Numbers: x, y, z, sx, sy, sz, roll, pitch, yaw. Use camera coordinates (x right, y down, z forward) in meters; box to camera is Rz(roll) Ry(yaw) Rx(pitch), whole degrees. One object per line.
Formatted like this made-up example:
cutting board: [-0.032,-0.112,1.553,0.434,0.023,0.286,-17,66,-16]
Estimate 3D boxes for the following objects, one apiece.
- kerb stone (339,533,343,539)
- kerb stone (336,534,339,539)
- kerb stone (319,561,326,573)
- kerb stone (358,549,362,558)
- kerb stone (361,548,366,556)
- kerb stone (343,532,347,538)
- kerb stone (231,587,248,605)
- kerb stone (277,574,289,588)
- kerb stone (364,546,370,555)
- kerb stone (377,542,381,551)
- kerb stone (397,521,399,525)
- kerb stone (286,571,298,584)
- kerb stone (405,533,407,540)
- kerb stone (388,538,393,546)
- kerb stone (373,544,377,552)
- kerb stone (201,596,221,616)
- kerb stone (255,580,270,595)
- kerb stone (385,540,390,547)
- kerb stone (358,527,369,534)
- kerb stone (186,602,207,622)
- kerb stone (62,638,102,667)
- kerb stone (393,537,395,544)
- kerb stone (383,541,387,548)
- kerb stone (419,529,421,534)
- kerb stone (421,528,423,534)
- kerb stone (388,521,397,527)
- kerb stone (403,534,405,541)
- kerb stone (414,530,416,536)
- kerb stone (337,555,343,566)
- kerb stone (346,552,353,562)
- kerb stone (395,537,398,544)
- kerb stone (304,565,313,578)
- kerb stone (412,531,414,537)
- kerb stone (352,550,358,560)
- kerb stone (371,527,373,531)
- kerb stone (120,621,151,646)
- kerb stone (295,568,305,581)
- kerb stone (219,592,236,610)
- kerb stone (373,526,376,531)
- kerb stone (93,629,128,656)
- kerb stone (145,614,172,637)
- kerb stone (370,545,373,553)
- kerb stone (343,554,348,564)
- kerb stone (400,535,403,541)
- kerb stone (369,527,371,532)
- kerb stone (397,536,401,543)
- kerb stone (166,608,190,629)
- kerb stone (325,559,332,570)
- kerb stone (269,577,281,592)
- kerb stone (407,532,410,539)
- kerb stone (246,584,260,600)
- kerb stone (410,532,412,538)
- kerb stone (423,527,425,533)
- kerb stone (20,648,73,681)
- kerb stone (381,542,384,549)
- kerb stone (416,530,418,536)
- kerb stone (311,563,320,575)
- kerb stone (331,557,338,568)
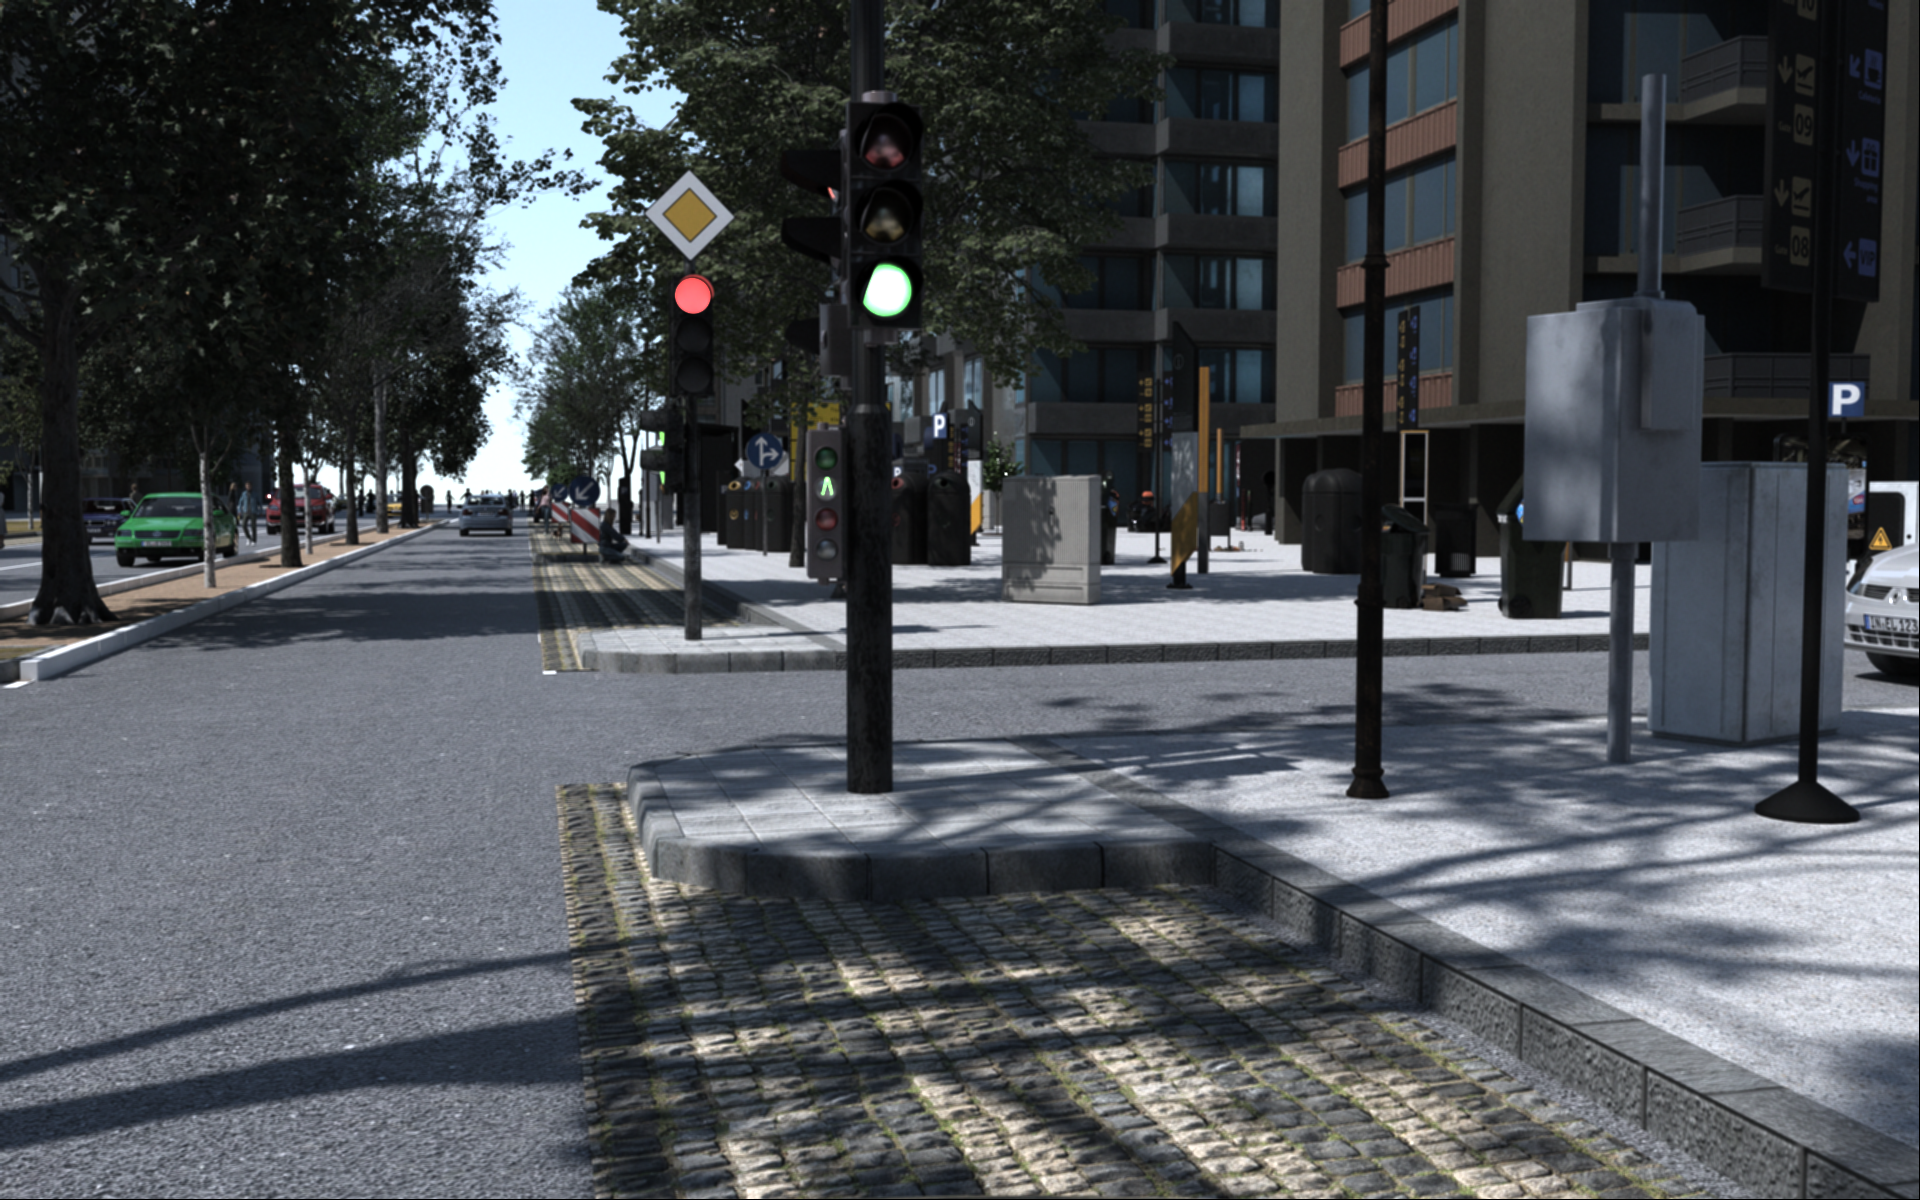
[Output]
kerb stone: [-19.783,-2.005,54.976,0.120,0.150,1.000,-1,4,-14]
kerb stone: [-19.537,-1.944,53.978,0.120,0.150,1.000,-1,4,-14]
kerb stone: [-11.735,-0.576,31.615,0.120,0.150,1.000,-1,4,-14]
kerb stone: [-13.496,-0.999,38.576,0.120,0.150,1.000,-1,4,-14]
kerb stone: [-13.747,-1.061,39.572,0.120,0.150,1.000,-1,4,-14]
kerb stone: [-20.024,-2.067,55.985,0.120,0.150,1.000,-1,4,-14]
kerb stone: [-9.495,-0.028,22.659,0.120,0.150,1.000,-1,4,-14]
kerb stone: [-10.490,-0.270,26.650,0.120,0.150,1.000,-1,4,-14]
kerb stone: [-13.994,-1.121,40.564,0.120,0.150,1.000,-1,4,-14]
kerb stone: [-14.739,-1.306,43.553,0.120,0.150,1.000,-1,4,-14]
kerb stone: [-25.777,-3.465,78.855,0.120,0.150,1.000,-1,4,-14]
kerb stone: [-10.742,-0.333,27.645,0.120,0.150,1.000,-1,4,-14]
kerb stone: [-17.240,-1.911,53.474,0.120,0.150,1.000,-1,4,-14]
kerb stone: [-15.734,-1.549,47.518,0.120,0.150,1.000,-1,4,-14]
kerb stone: [-14.492,-1.246,42.561,0.120,0.150,1.000,-1,4,-14]
kerb stone: [-8.999,0.093,20.676,0.120,0.150,1.000,-1,4,-14]
kerb stone: [-9.995,-0.151,24.657,0.120,0.150,1.000,-1,4,-14]
kerb stone: [-15.495,-1.482,46.524,0.120,0.150,1.000,-1,4,-14]
kerb stone: [-22.029,-2.552,63.935,0.120,0.150,1.000,-1,4,-14]
kerb stone: [-8.738,0.163,19.681,0.120,0.150,1.000,-1,4,-14]
kerb stone: [-7.501,0.458,14.715,0.120,0.150,1.000,-1,4,-14]
kerb stone: [-15.992,-1.610,48.512,0.120,0.150,1.000,-1,4,-14]
kerb stone: [-15.242,-1.419,45.534,0.120,0.150,1.000,-1,4,-14]
kerb stone: [-18.982,-2.338,60.429,0.120,0.150,1.000,-1,4,-14]
kerb stone: [-19.237,-2.400,61.442,0.120,0.150,1.000,-1,4,-14]
kerb stone: [-25.533,-3.404,77.860,0.120,0.150,1.000,-1,4,-14]
kerb stone: [-16.986,-1.852,52.479,0.120,0.150,1.000,-1,4,-14]
kerb stone: [-18.233,-2.156,57.443,0.120,0.150,1.000,-1,4,-14]
kerb stone: [-12.487,-0.758,34.595,0.120,0.150,1.000,-1,4,-14]
kerb stone: [-12.986,-0.880,36.585,0.120,0.150,1.000,-1,4,-14]
kerb stone: [-16.235,-1.670,49.505,0.120,0.150,1.000,-1,4,-14]
kerb stone: [-11.239,-0.451,29.629,0.120,0.150,1.000,-1,4,-14]
kerb stone: [-17.985,-2.094,56.451,0.120,0.150,1.000,-1,4,-14]
kerb stone: [-13.238,-0.940,37.576,0.120,0.150,1.000,-1,4,-14]
kerb stone: [-22.528,-2.674,65.921,0.120,0.150,1.000,-1,4,-14]
kerb stone: [-8.000,0.336,16.702,0.120,0.150,1.000,-1,4,-14]
kerb stone: [-10.994,-0.394,28.637,0.120,0.150,1.000,-1,4,-14]
kerb stone: [-9.242,0.032,21.669,0.120,0.150,1.000,-1,4,-14]
kerb stone: [-22.780,-2.732,66.916,0.120,0.150,1.000,-1,4,-14]
kerb stone: [-7.748,0.399,15.707,0.120,0.150,1.000,-1,4,-14]
kerb stone: [-8.242,0.276,17.697,0.120,0.150,1.000,-1,4,-14]
kerb stone: [-14.246,-1.183,41.565,0.120,0.150,1.000,-1,4,-14]
kerb stone: [-12.743,-0.819,35.589,0.120,0.150,1.000,-1,4,-14]
kerb stone: [-16.736,-1.792,51.488,0.120,0.150,1.000,-1,4,-14]
kerb stone: [-22.281,-2.614,64.929,0.120,0.150,1.000,-1,4,-14]
kerb stone: [-16.481,-1.727,50.497,0.120,0.150,1.000,-1,4,-14]
kerb stone: [-8.495,0.217,18.688,0.120,0.150,1.000,-1,4,-14]
kerb stone: [-11.985,-0.637,32.610,0.120,0.150,1.000,-1,4,-14]
kerb stone: [-10.233,-0.210,25.651,0.120,0.150,1.000,-1,4,-14]
kerb stone: [-17.484,-1.974,54.466,0.120,0.150,1.000,-1,4,-14]
kerb stone: [-9.733,-0.089,23.653,0.120,0.150,1.000,-1,4,-14]
kerb stone: [-17.730,-2.034,55.458,0.120,0.150,1.000,-1,4,-14]
kerb stone: [-19.483,-2.461,62.439,0.120,0.150,1.000,-1,4,-14]
kerb stone: [-7.242,0.518,13.727,0.120,0.150,1.000,-1,4,-14]
kerb stone: [-14.984,-1.362,44.545,0.120,0.150,1.000,-1,4,-14]
kerb stone: [-18.484,-2.216,58.444,0.120,0.150,1.000,-1,4,-14]
kerb stone: [-11.485,-0.515,30.621,0.120,0.150,1.000,-1,4,-14]
kerb stone: [-12.236,-0.698,33.604,0.120,0.150,1.000,-1,4,-14]
